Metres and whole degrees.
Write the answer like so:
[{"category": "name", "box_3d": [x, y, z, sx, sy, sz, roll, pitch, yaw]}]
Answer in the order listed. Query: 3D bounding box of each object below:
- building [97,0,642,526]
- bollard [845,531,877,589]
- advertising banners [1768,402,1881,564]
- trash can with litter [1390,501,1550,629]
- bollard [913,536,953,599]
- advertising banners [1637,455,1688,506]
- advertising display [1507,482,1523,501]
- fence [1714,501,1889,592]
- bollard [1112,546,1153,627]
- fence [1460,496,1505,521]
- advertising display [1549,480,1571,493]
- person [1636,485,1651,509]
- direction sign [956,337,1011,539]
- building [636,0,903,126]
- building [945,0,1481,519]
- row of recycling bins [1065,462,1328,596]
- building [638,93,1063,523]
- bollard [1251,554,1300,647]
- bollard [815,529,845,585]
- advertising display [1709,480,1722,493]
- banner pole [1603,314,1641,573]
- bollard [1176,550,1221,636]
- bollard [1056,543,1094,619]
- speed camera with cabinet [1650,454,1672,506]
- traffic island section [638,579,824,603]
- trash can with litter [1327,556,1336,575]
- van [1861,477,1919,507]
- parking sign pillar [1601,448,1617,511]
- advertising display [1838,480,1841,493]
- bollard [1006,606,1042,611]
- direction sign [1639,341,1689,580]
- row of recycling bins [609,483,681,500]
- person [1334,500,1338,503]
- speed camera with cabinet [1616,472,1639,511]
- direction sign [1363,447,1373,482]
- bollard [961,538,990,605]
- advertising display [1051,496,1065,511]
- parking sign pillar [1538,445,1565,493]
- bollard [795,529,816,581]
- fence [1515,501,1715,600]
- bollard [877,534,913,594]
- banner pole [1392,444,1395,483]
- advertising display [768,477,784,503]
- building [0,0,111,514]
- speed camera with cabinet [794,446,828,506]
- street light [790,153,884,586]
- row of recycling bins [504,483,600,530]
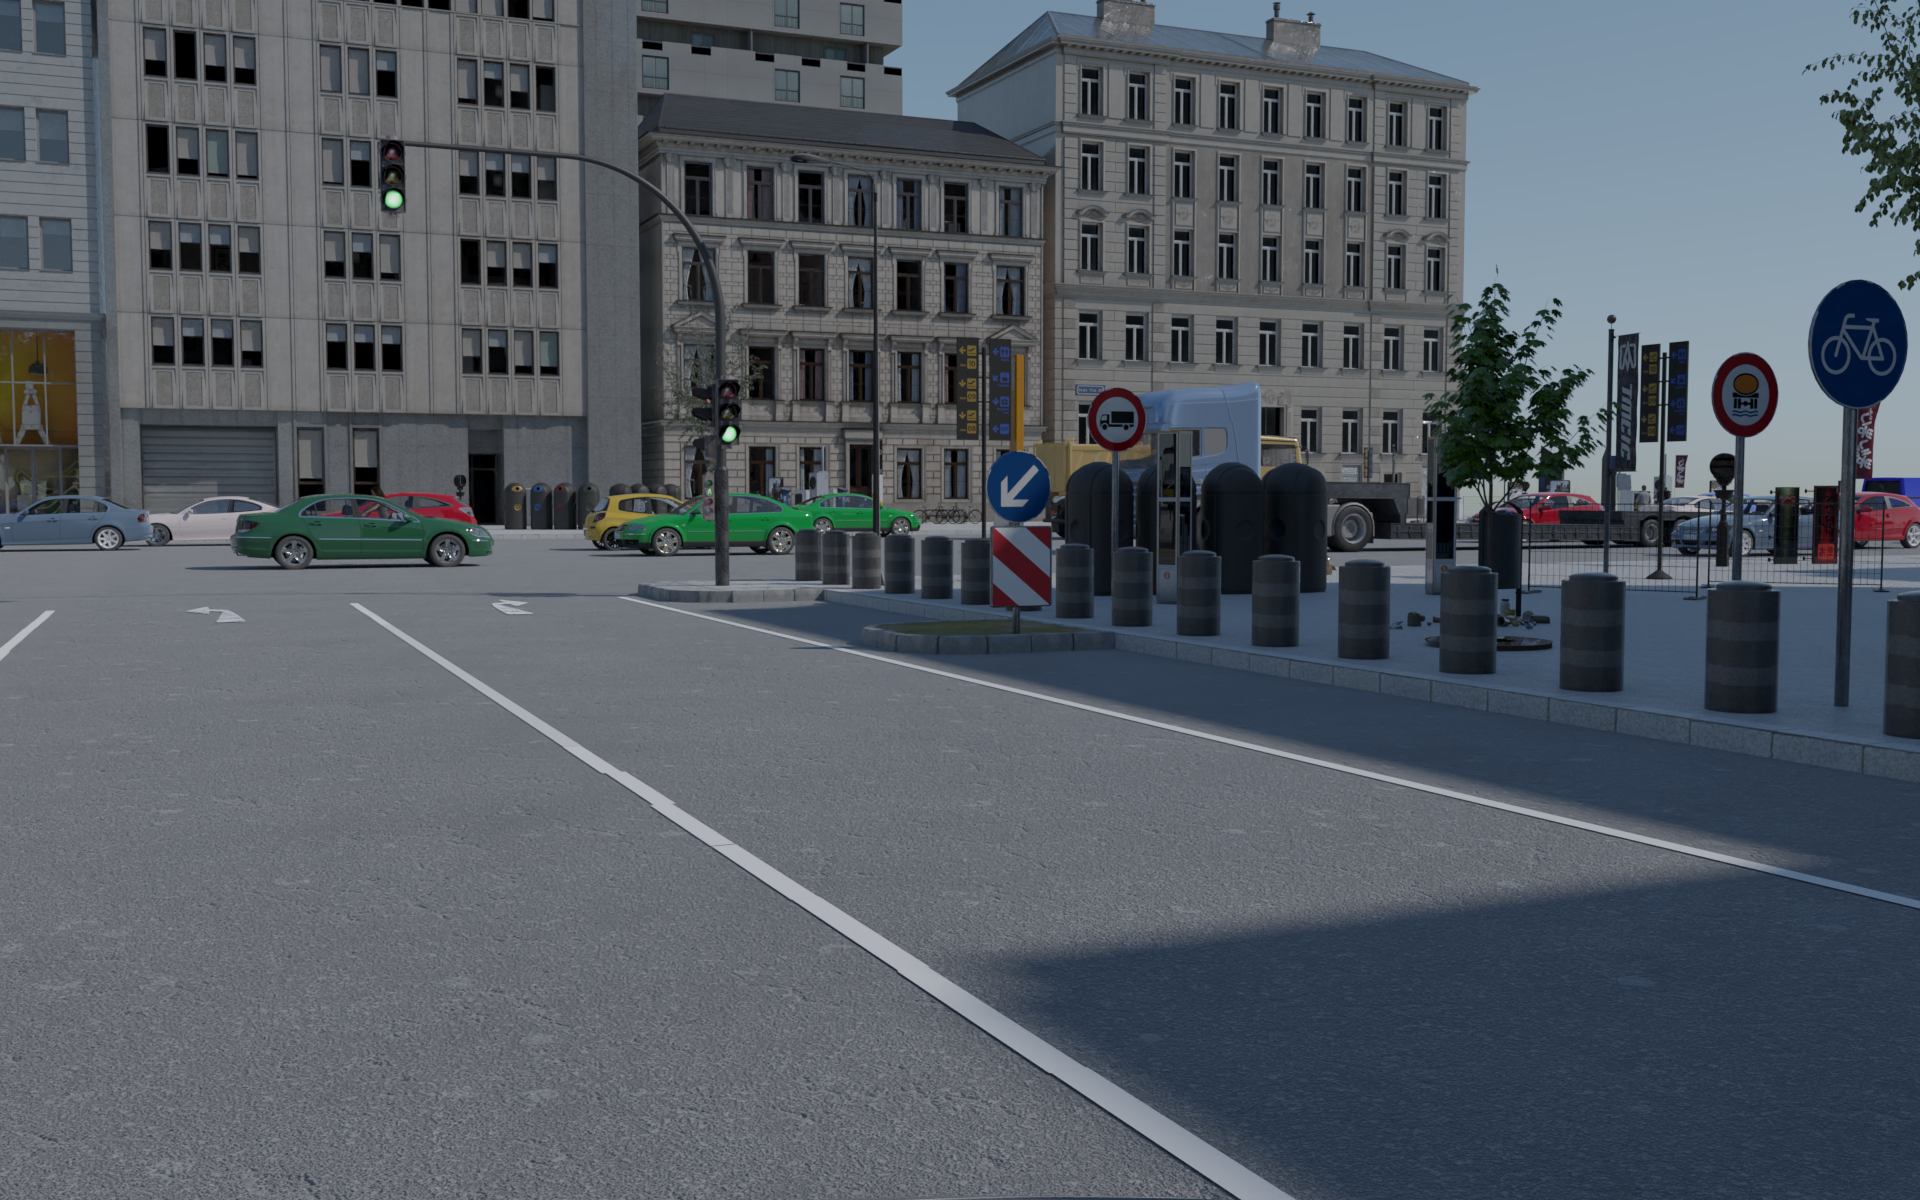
[{"category": "building", "box_3d": [-24.783, -15.591, 72.930, 19.932, 24.808, 12.078, -2, 4, -24]}, {"category": "bollard", "box_3d": [-1.270, -0.537, 23.499, 0.404, 0.777, 0.398, 0, 3, 0]}, {"category": "advertising banners", "box_3d": [15.828, -2.171, 31.678, 2.074, 3.025, 0.090, 0, 4, -5]}, {"category": "trash can with litter", "box_3d": [4.962, -0.370, 17.108, 2.233, 1.210, 1.678, -2, 4, -26]}, {"category": "bollard", "box_3d": [-0.281, -0.402, 21.291, 0.404, 0.777, 0.398, 0, 3, 0]}, {"category": "advertising banners", "box_3d": [31.421, -4.972, 77.486, 2.074, 3.025, 0.090, 1, 4, 22]}, {"category": "advertising display", "box_3d": [28.470, -5.115, 88.844, 0.974, 1.923, 0.123, -2, 4, -26]}, {"category": "fence", "box_3d": [11.211, -0.738, 23.271, 2.264, 1.192, 0.480, 2, 4, 26]}, {"category": "bollard", "box_3d": [1.681, -0.133, 16.896, 0.404, 0.777, 0.398, 0, 3, 0]}, {"category": "fence", "box_3d": [24.393, -4.250, 80.689, 0.480, 1.192, 2.264, -3, 5, -44]}, {"category": "advertising display", "box_3d": [27.445, -4.529, 79.266, 0.123, 1.923, 0.974, -3, 5, -42]}, {"category": "person", "box_3d": [27.447, -3.730, 69.684, 0.606, 1.804, 0.583, -1, 4, -10]}, {"category": "direction sign", "box_3d": [0.348, -2.030, 25.192, 0.876, 3.537, 0.379, -2, 4, -26]}, {"category": "building", "box_3d": [-20.974, -33.511, 137.141, 28.713, 52.752, 27.495, -2, 4, -24]}, {"category": "building", "box_3d": [13.218, -17.982, 91.264, 25.104, 27.353, 12.463, -2, 4, -24]}, {"category": "row of recycling bins", "box_3d": [3.107, -0.937, 22.437, 3.534, 1.692, 1.069, -1, 4, -15]}, {"category": "building", "box_3d": [-6.227, -13.212, 80.645, 19.286, 19.102, 10.561, -2, 4, -24]}, {"category": "bollard", "box_3d": [2.675, 0.003, 14.675, 0.404, 0.777, 0.398, 0, 3, 0]}, {"category": "bollard", "box_3d": [-1.762, -0.604, 24.596, 0.404, 0.777, 0.398, 0, 3, 0]}, {"category": "advertising display", "box_3d": [35.465, -4.644, 81.151, 0.974, 1.923, 0.123, -2, 4, -28]}, {"category": "banner pole", "box_3d": [9.139, -2.080, 24.029, 0.401, 3.779, 0.863, -1, 4, -14]}, {"category": "bollard", "box_3d": [2.178, -0.066, 15.789, 0.404, 0.777, 0.398, 0, 3, 0]}, {"category": "bollard", "box_3d": [1.194, -0.200, 17.995, 0.404, 0.777, 0.398, 0, 3, 0]}, {"category": "speed camera with cabinet", "box_3d": [34.230, -5.599, 85.873, 0.660, 3.252, 2.038, -2, 4, -34]}, {"category": "traffic island section", "box_3d": [-3.318, -0.121, 24.260, 2.009, 0.180, 2.903, -2, 4, -24]}, {"category": "trash can with litter", "box_3d": [5.448, -0.982, 27.439, 1.055, 1.170, 0.624, -3, 5, -41]}, {"category": "van", "box_3d": [35.773, -3.649, 64.038, 5.245, 2.365, 2.240, -2, 4, -25]}, {"category": "parking sign pillar", "box_3d": [32.853, -6.069, 87.699, 1.447, 3.967, 1.447, 0, 4, 6]}, {"category": "advertising display", "box_3d": [41.721, -4.704, 82.118, 0.123, 1.923, 0.974, 2, 4, 32]}, {"category": "bollard", "box_3d": [0.704, -0.268, 19.092, 0.404, 0.777, 0.398, 0, 3, 0]}, {"category": "direction sign", "box_3d": [10.551, -2.081, 26.027, 0.379, 3.537, 0.876, -2, 4, -25]}, {"category": "row of recycling bins", "box_3d": [-12.300, -3.726, 68.031, 1.069, 1.692, 3.534, 2, 4, 35]}, {"category": "person", "box_3d": [10.817, -2.230, 49.632, 0.373, 1.253, 0.362, -1, 4, -17]}, {"category": "speed camera with cabinet", "box_3d": [29.586, -5.057, 77.014, 0.660, 3.252, 2.038, 1, 4, 16]}, {"category": "direction sign", "box_3d": [19.762, -5.622, 83.920, 0.379, 3.537, 0.876, 3, 5, 40]}, {"category": "bollard", "box_3d": [0.208, -0.335, 20.193, 0.404, 0.777, 0.398, 0, 3, 0]}, {"category": "advertising display", "box_3d": [3.894, -3.654, 64.954, 0.974, 1.923, 0.123, 0, 4, 0]}, {"category": "parking sign pillar", "box_3d": [32.601, -6.545, 95.475, 1.447, 3.967, 1.447, 3, 4, 39]}, {"category": "bollard", "box_3d": [-2.249, -0.671, 25.694, 0.404, 0.777, 0.398, 0, 3, 0]}, {"category": "fence", "box_3d": [8.185, -0.646, 21.769, 2.264, 1.192, 0.480, 3, 5, 40]}, {"category": "bollard", "box_3d": [-0.781, -0.470, 22.401, 0.404, 0.777, 0.398, 0, 3, 0]}, {"category": "banner pole", "box_3d": [21.836, -5.946, 87.227, 0.401, 3.779, 0.863, 0, 4, 5]}, {"category": "advertising display", "box_3d": [-7.023, -3.725, 66.119, 0.123, 1.923, 0.974, -3, 4, -36]}, {"category": "building", "box_3d": [-47.375, -17.426, 62.400, 29.804, 29.767, 11.434, -2, 4, -24]}, {"category": "speed camera with cabinet", "box_3d": [-6.137, -4.705, 71.262, 0.660, 3.252, 2.038, -2, 4, -32]}, {"category": "street light", "box_3d": [-1.672, -3.148, 24.004, 1.470, 5.913, 1.316, -2, 4, -24]}, {"category": "row of recycling bins", "box_3d": [-14.702, -3.383, 62.421, 3.534, 1.692, 1.069, 0, 4, 5]}]
